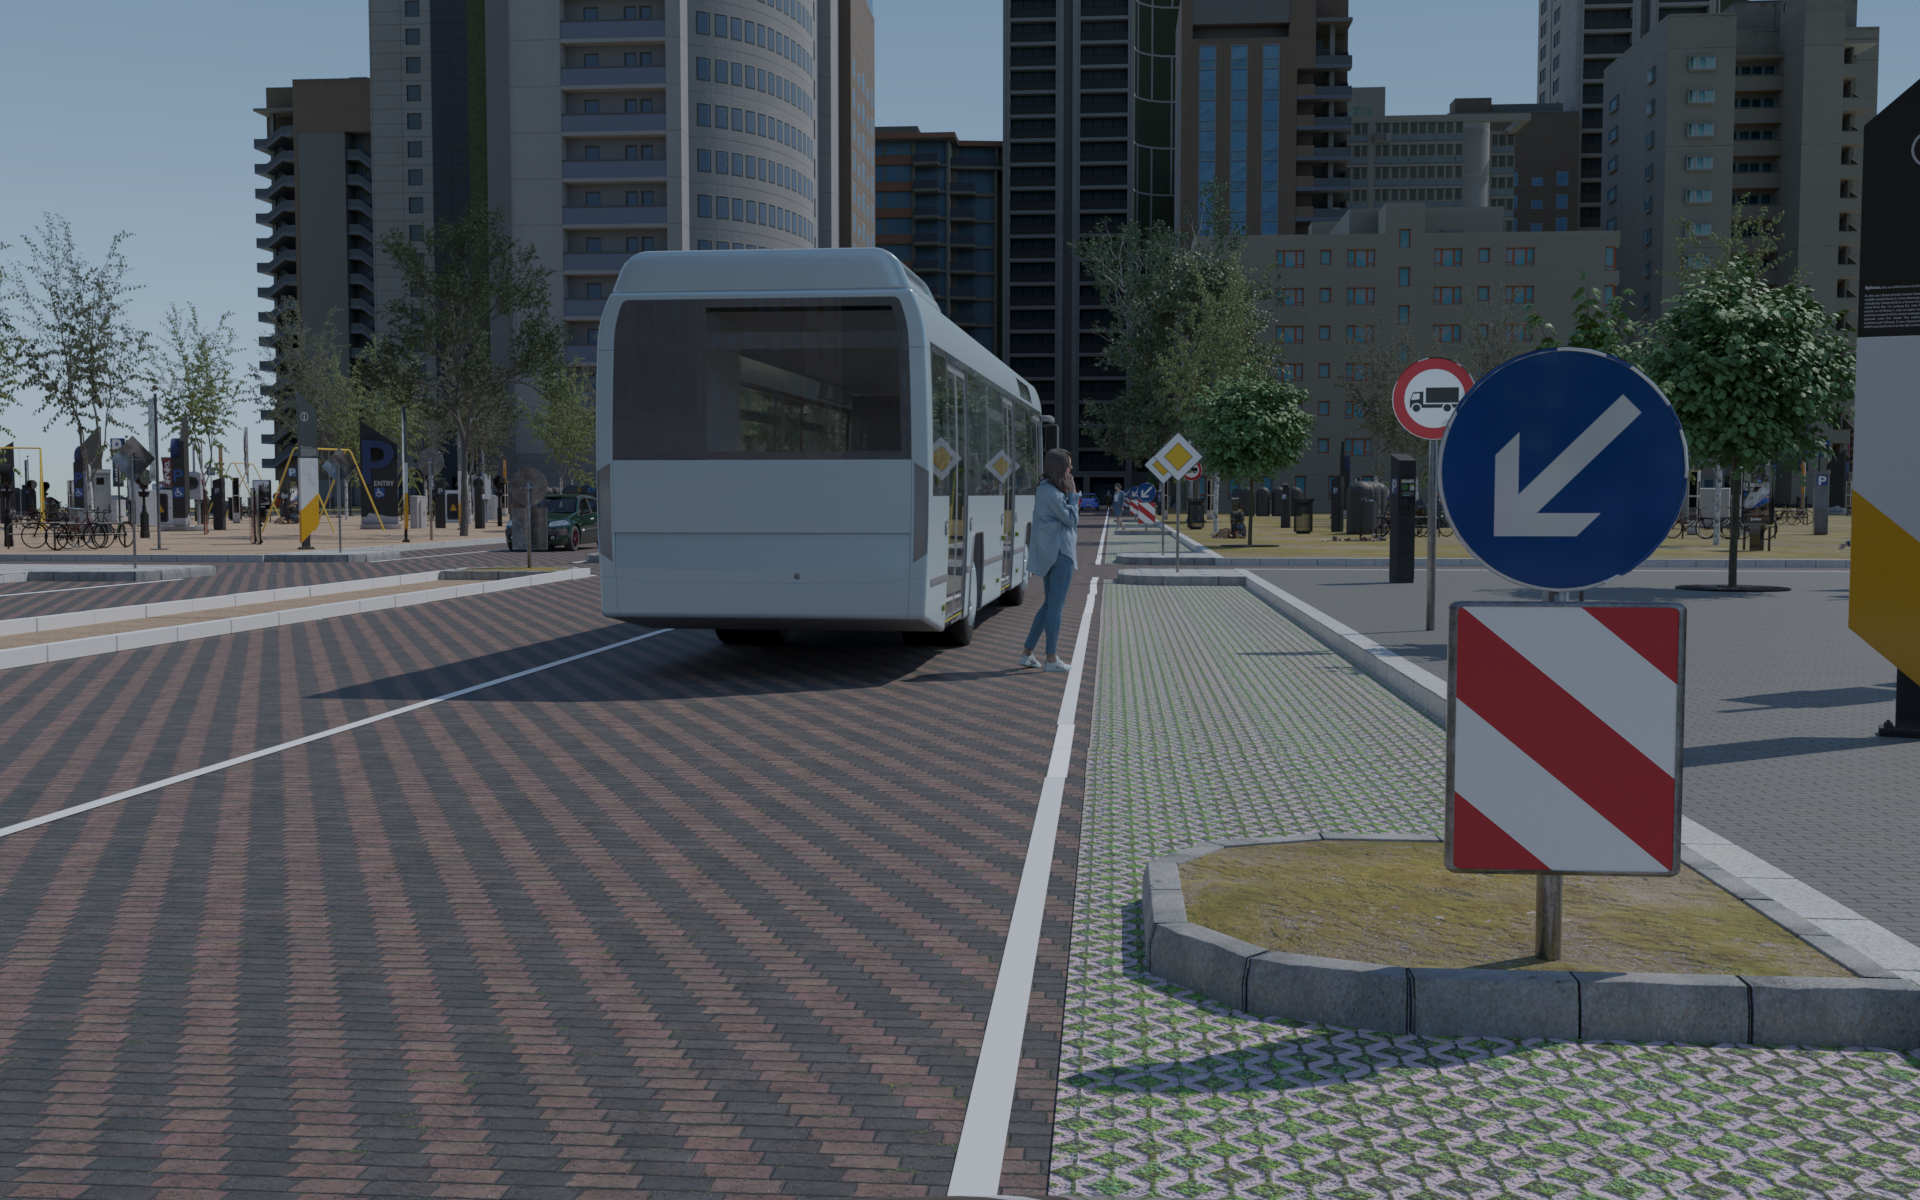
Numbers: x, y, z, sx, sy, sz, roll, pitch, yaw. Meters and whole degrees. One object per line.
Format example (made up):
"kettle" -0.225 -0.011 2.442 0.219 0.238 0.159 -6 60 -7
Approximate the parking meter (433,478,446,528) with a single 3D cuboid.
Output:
"parking meter" -19.430 -3.606 64.666 0.399 1.863 0.255 -2 4 -28

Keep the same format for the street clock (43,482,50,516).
"street clock" -53.306 -5.895 100.957 0.471 2.002 0.358 0 4 8

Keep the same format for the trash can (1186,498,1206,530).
"trash can" 8.550 -3.127 62.773 0.748 1.137 0.748 0 3 0

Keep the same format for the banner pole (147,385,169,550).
"banner pole" -18.600 -3.056 39.986 0.401 3.779 0.863 -3 5 -39

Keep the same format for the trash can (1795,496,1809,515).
"trash can" 51.320 -5.745 105.581 0.748 1.137 0.748 0 3 0

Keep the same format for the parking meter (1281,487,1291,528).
"parking meter" 12.283 -3.479 65.295 0.372 1.533 0.369 0 3 0

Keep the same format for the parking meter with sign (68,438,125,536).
"parking meter with sign" -26.542 -3.485 53.236 0.543 3.016 1.738 1 4 23

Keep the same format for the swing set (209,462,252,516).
"swing set" -35.953 -5.462 86.926 2.862 2.851 3.119 0 4 -4

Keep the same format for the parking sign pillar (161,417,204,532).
"parking sign pillar" -26.950 -4.368 59.882 1.447 3.967 1.447 -1 4 -17

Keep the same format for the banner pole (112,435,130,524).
"banner pole" -35.535 -5.103 73.456 0.401 3.779 0.863 3 5 41

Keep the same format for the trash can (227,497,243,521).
"trash can" -34.627 -4.348 82.737 0.748 1.137 0.748 0 3 0

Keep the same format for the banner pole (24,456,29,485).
"banner pole" -60.475 -7.478 112.284 0.401 3.779 0.863 -1 4 -9

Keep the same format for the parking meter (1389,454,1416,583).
"parking meter" 6.393 -1.181 25.016 0.255 1.863 0.399 0 4 -8

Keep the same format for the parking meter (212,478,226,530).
"parking meter" -26.266 -3.405 61.375 0.399 1.863 0.255 0 4 5

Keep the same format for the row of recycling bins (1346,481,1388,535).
"row of recycling bins" 13.235 -2.995 56.080 1.069 1.692 3.534 1 4 23

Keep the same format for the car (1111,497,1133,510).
"car" 14.205 -8.515 151.806 1.945 1.354 3.894 0 4 5

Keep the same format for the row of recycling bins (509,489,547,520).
"row of recycling bins" -14.968 -3.214 59.660 1.069 1.692 3.534 -1 4 -17

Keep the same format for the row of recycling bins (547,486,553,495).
"row of recycling bins" -21.671 -5.254 93.017 1.069 1.692 3.534 1 4 10

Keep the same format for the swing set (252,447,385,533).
"swing set" -21.744 -3.751 58.956 2.862 2.851 3.119 1 4 16

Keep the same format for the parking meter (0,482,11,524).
"parking meter" -41.328 -4.236 74.969 0.399 1.863 0.255 0 4 -5

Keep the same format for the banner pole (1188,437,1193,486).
"banner pole" 9.116 -4.797 68.447 0.401 3.779 0.863 1 4 21

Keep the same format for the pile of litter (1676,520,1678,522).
"pile of litter" 32.476 -3.944 78.457 1.176 0.858 1.719 -1 4 -14

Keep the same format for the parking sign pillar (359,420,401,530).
"parking sign pillar" -21.168 -4.566 63.121 1.447 3.967 1.447 -1 4 -16

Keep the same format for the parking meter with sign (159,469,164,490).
"parking meter with sign" -45.277 -6.240 98.291 0.543 3.016 1.738 0 4 -3

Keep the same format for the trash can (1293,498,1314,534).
"trash can" 11.069 -2.702 55.833 0.748 1.137 0.748 0 3 0

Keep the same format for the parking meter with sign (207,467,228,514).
"parking meter with sign" -47.668 -7.042 111.399 1.738 3.016 0.543 2 4 34

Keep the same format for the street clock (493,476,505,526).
"street clock" -18.235 -3.915 68.581 0.471 2.002 0.358 -1 4 -18

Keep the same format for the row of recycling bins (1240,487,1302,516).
"row of recycling bins" 17.997 -5.688 100.119 3.534 1.692 1.069 0 4 5

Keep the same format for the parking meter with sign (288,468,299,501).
"parking meter with sign" -44.378 -7.296 115.545 0.543 3.016 1.738 -2 4 -31

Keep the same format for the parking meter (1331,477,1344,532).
"parking meter" 12.759 -3.233 58.568 0.255 1.863 0.399 -3 5 -39

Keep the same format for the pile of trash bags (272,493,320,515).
"pile of trash bags" -41.718 -6.031 108.359 3.447 1.369 1.912 2 4 27

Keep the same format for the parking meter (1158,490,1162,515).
"parking meter" 12.074 -5.855 104.147 0.372 1.533 0.369 0 3 0

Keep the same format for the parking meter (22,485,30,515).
"parking meter" -58.077 -6.235 107.654 0.255 1.863 0.399 0 4 3

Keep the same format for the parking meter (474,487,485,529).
"parking meter" -17.737 -3.397 63.954 0.372 1.533 0.369 0 3 0

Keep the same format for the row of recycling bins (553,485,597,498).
"row of recycling bins" -16.729 -4.402 79.082 1.069 1.692 3.534 3 4 36

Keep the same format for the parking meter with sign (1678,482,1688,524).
"parking meter with sign" 31.781 -4.846 75.491 1.738 3.016 0.543 -1 4 -12

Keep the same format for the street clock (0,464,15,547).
"street clock" -23.128 -2.293 42.064 0.358 2.002 0.471 -1 4 -21

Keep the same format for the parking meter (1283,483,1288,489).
"parking meter" 17.226 -5.261 91.722 0.255 1.863 0.399 0 4 2

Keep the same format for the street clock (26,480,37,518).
"street clock" -47.192 -5.108 88.083 0.471 2.002 0.358 -3 5 -44

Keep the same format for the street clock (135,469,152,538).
"street clock" -23.732 -2.802 50.375 0.358 2.002 0.471 2 4 24

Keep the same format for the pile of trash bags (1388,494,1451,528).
"pile of trash bags" 16.881 -3.418 65.630 3.447 1.369 1.912 -2 4 -24

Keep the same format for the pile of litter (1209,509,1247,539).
"pile of litter" 7.797 -2.220 50.269 1.176 0.858 1.719 2 4 28

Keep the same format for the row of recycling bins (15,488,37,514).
"row of recycling bins" -59.645 -6.216 108.749 1.069 1.692 3.534 2 4 24

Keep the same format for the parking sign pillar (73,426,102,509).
"parking sign pillar" -34.358 -4.879 68.241 1.447 3.967 1.447 0 4 5

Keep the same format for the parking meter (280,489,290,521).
"parking meter" -32.535 -4.584 83.357 0.372 1.533 0.369 0 3 0

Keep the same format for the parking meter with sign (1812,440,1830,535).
"parking meter with sign" 27.241 -3.582 54.827 0.543 3.016 1.738 1 4 23

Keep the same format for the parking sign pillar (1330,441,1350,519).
"parking sign pillar" 19.802 -6.162 89.220 1.447 3.967 1.447 1 4 10

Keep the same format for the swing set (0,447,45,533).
"swing set" -32.127 -3.652 57.333 3.119 2.851 2.862 -2 4 -26

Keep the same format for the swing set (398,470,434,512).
"swing set" -35.965 -7.093 113.598 2.862 2.851 3.119 0 4 -6

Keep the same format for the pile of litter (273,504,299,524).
"pile of litter" -28.910 -3.682 74.171 1.176 0.858 1.719 0 4 6

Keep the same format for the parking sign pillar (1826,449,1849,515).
"parking sign pillar" 52.991 -7.103 104.602 1.447 3.967 1.447 -1 4 -21

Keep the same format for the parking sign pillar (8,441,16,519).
"parking sign pillar" -48.907 -6.101 88.225 1.447 3.967 1.447 -3 4 -38
